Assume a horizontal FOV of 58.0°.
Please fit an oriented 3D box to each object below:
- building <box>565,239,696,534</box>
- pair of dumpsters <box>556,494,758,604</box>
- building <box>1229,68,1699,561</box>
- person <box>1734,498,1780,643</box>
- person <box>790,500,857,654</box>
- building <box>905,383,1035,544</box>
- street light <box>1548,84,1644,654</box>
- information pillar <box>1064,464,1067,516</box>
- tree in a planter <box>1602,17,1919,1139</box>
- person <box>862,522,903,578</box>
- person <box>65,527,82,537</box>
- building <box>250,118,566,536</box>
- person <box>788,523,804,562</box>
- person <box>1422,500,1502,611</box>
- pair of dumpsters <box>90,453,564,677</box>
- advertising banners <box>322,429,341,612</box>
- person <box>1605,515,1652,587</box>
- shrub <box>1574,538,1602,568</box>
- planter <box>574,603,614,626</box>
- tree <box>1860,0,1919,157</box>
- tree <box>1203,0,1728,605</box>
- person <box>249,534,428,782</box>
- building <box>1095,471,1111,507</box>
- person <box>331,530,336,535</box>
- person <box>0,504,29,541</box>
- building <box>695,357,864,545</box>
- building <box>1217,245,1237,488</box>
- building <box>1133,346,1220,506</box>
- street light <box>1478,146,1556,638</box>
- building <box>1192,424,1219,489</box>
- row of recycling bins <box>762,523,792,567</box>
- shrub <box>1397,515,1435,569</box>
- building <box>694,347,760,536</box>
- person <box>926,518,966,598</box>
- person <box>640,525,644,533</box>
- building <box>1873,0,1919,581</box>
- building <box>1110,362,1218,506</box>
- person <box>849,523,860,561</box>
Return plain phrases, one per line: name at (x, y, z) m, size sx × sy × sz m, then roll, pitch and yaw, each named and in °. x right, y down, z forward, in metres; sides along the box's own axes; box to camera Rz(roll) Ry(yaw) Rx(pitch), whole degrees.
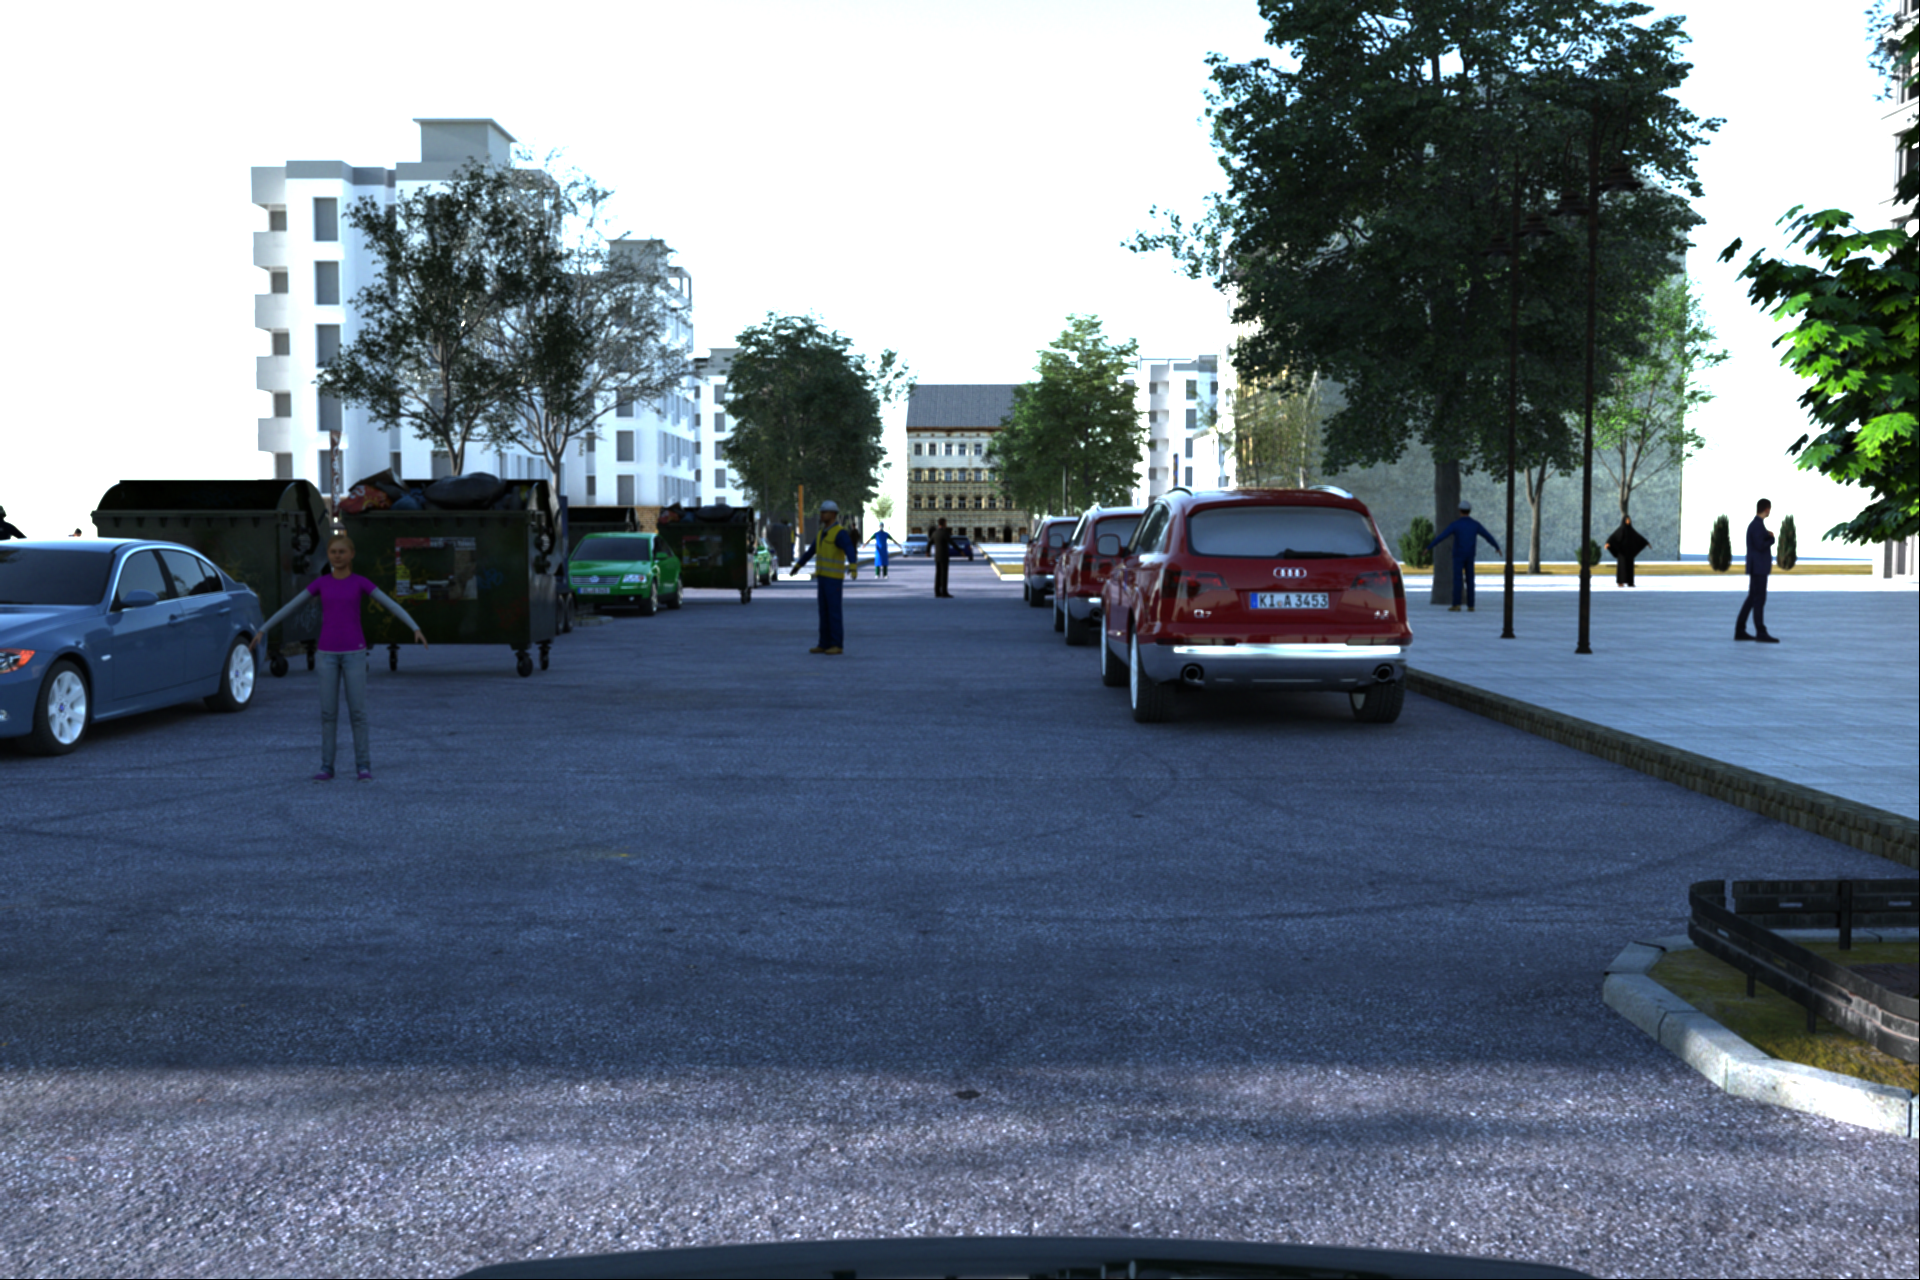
building at (-24.248, -15.653, 112.352) m, size 16.016 × 20.090 × 11.380 m, roll 0°, pitch 4°, yaw 1°
pair of dumpsters at (-6.448, -1.884, 35.749) m, size 4.436 × 2.255 × 1.574 m, roll 0°, pitch 4°, yaw 0°
building at (25.214, -15.916, 91.151) m, size 19.493 × 23.208 × 18.063 m, roll 0°, pitch 4°, yaw 0°
person at (9.520, -0.837, 20.644) m, size 0.530 × 1.710 × 0.541 m, roll 2°, pitch 4°, yaw 31°
person at (-1.586, -0.754, 20.757) m, size 0.705 × 1.833 × 1.349 m, roll -3°, pitch 4°, yaw -38°
building at (1.761, -25.550, 251.131) m, size 18.063 × 23.208 × 19.493 m, roll 0°, pitch 4°, yaw 2°
street light at (6.707, -2.793, 18.449) m, size 0.468 × 5.910 × 1.993 m, roll 0°, pitch 3°, yaw 0°
information pillar at (3.563, -4.110, 58.546) m, size 0.183 × 3.616 × 0.504 m, roll 0°, pitch 4°, yaw -1°
tree in a planter at (2.961, -0.465, 4.825) m, size 1.991 × 3.239 × 1.994 m, roll 0°, pitch 4°, yaw 0°
person at (-2.547, -2.923, 56.373) m, size 1.347 × 1.817 × 0.704 m, roll -1°, pitch 4°, yaw -12°
person at (-21.002, -1.935, 40.874) m, size 0.799 × 1.438 × 0.628 m, roll -1°, pitch 4°, yaw -9°
building at (-26.208, -13.687, 80.196) m, size 16.016 × 20.090 × 11.380 m, roll 0°, pitch 3°, yaw 0°
person at (-7.772, -4.467, 79.492) m, size 1.216 × 1.772 × 0.721 m, roll -1°, pitch 4°, yaw -23°
person at (8.374, -1.402, 28.799) m, size 1.347 × 1.842 × 0.705 m, roll 0°, pitch 4°, yaw -3°
pair of dumpsters at (-6.395, -0.779, 17.690) m, size 4.436 × 2.255 × 1.574 m, roll 0°, pitch 4°, yaw 0°
advertising banners at (-10.464, -1.969, 28.376) m, size 0.090 × 3.025 × 2.074 m, roll 0°, pitch 4°, yaw 0°
person at (16.202, -2.155, 42.020) m, size 1.214 × 1.737 × 0.721 m, roll -1°, pitch 4°, yaw -9°
shrub at (23.937, -3.355, 65.964) m, size 1.383 × 1.207 × 1.383 m, roll 0°, pitch 3°, yaw 0°
planter at (-6.630, -0.401, 27.697) m, size 1.991 × 0.319 × 1.994 m, roll 0°, pitch 4°, yaw 0°
tree at (9.233, -6.180, 11.409) m, size 12.009 × 13.543 × 11.850 m, roll 0°, pitch 3°, yaw 0°
tree at (8.947, -7.620, 31.242) m, size 9.857 × 13.997 × 8.962 m, roll 0°, pitch 3°, yaw 0°
person at (-3.581, 0.105, 10.008) m, size 0.991 × 1.433 × 0.599 m, roll -1°, pitch 4°, yaw -9°
building at (23.162, -17.559, 229.233) m, size 9.099 × 9.664 × 28.070 m, roll 0°, pitch 4°, yaw 1°
person at (-22.587, -3.383, 61.504) m, size 1.347 × 1.806 × 0.705 m, roll -2°, pitch 4°, yaw -28°
person at (-18.276, -1.658, 32.983) m, size 1.351 × 1.845 × 0.704 m, roll -1°, pitch 4°, yaw -21°
building at (-26.991, -22.784, 216.497) m, size 27.936 × 21.610 × 32.646 m, roll 0°, pitch 4°, yaw 0°
building at (22.221, -15.751, 113.940) m, size 16.016 × 20.090 × 11.380 m, roll 0°, pitch 4°, yaw 0°
building at (23.474, -19.939, 182.424) m, size 16.016 × 20.090 × 11.380 m, roll 0°, pitch 4°, yaw 0°
street light at (6.763, -2.961, 21.196) m, size 0.468 × 5.910 × 1.993 m, roll 0°, pitch 4°, yaw 0°
building at (24.071, -11.591, 131.666) m, size 9.099 × 9.664 × 28.070 m, roll 0°, pitch 4°, yaw 0°
row of recycling bins at (-7.209, -3.758, 68.549) m, size 1.069 × 1.692 × 3.534 m, roll 0°, pitch 4°, yaw 0°
shrub at (16.970, -3.637, 63.885) m, size 1.690 × 2.028 × 1.600 m, roll 0°, pitch 3°, yaw 0°
building at (-27.062, -19.579, 176.535) m, size 16.016 × 20.090 × 11.380 m, roll 0°, pitch 4°, yaw 1°
person at (-0.382, -1.863, 39.149) m, size 0.704 × 1.802 × 1.346 m, roll -3°, pitch 5°, yaw -40°
person at (-15.541, -4.716, 83.912) m, size 0.721 × 1.733 × 1.217 m, roll 0°, pitch 4°, yaw -3°
building at (28.304, -11.683, 37.700) m, size 8.464 × 21.280 × 15.925 m, roll 0°, pitch 4°, yaw 1°
building at (22.416, -20.942, 198.828) m, size 16.016 × 20.090 × 11.380 m, roll 0°, pitch 4°, yaw 0°
person at (-5.025, -4.628, 81.810) m, size 0.704 × 1.812 × 1.346 m, roll 2°, pitch 4°, yaw 26°
